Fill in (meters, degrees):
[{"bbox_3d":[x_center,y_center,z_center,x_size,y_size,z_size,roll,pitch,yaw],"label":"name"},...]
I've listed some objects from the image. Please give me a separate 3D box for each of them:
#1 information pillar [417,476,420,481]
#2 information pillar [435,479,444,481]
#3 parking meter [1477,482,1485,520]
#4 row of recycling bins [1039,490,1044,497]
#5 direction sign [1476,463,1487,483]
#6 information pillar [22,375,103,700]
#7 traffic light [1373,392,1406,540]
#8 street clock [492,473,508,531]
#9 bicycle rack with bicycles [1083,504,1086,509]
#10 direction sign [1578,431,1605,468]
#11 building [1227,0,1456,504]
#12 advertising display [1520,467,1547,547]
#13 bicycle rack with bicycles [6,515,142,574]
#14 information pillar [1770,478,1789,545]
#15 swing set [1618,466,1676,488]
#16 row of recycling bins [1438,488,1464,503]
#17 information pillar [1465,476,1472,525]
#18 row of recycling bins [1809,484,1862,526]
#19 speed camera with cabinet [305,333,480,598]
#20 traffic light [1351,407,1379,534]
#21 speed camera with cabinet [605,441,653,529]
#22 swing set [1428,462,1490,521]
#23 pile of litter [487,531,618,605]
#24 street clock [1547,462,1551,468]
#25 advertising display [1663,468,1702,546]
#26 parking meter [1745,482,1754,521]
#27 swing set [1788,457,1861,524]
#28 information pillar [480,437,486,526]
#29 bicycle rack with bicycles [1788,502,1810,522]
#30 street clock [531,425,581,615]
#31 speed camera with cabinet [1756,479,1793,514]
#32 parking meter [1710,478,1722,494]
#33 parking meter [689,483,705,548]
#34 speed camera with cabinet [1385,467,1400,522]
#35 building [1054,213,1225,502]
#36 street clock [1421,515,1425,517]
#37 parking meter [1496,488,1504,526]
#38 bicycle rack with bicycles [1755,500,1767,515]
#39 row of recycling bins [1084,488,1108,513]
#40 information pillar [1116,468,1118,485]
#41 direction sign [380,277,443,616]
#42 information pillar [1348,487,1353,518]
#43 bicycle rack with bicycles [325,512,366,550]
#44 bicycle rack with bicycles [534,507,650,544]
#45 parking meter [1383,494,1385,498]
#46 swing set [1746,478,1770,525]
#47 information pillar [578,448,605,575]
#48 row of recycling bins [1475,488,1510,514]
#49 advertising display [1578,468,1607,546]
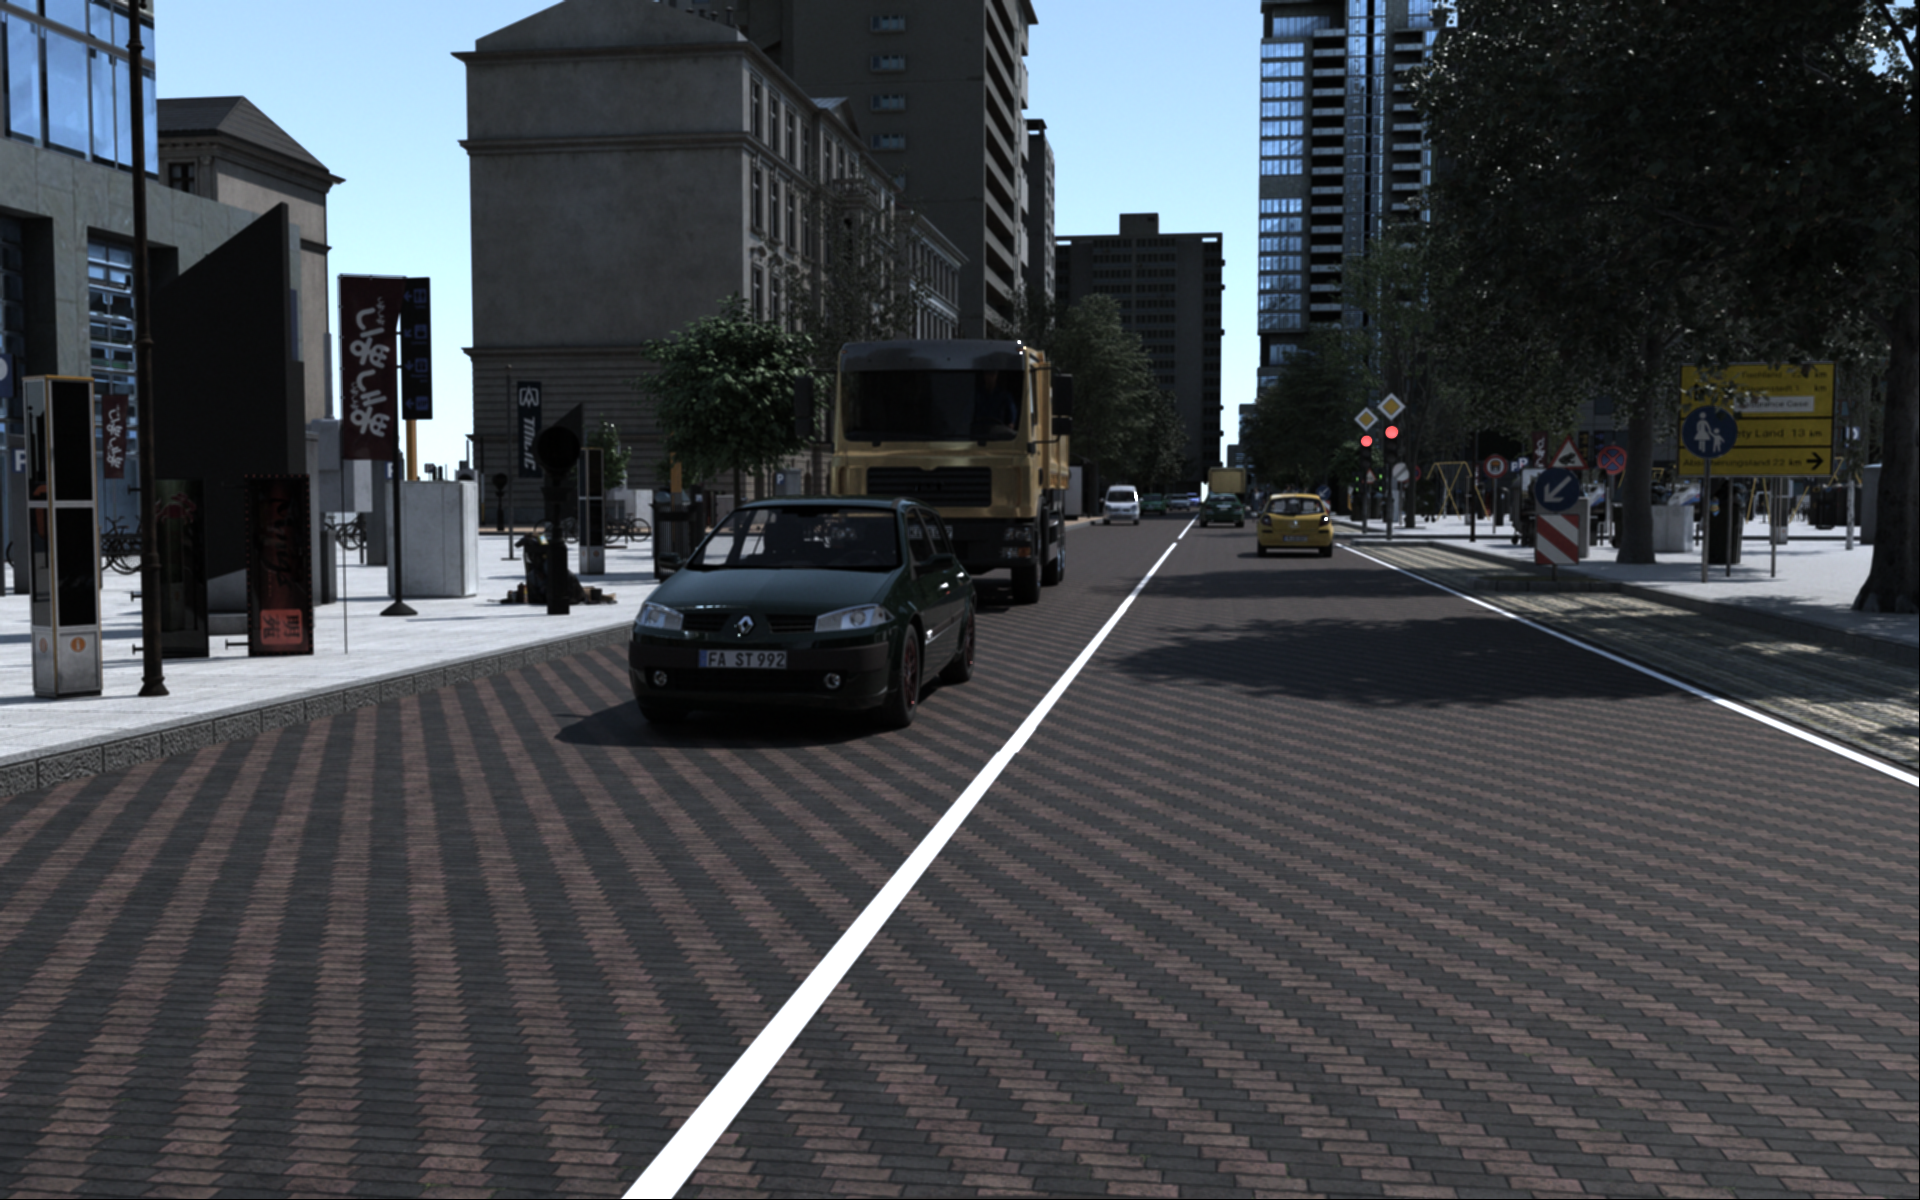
[{"bbox_3d":[-22.564,-4.122,71.882,0.304,2.012,0.304,-1,4,-10],"label":"information pillar"},{"bbox_3d":[-24.952,-4.807,83.083,0.304,2.012,0.304,-3,5,-41],"label":"information pillar"},{"bbox_3d":[26.246,-4.987,87.250,0.255,1.863,0.399,3,4,37],"label":"parking meter"},{"bbox_3d":[4.163,-5.149,91.307,1.069,1.692,3.534,1,4,22],"label":"row of recycling bins"},{"bbox_3d":[37.620,-8.139,125.068,0.876,3.537,0.379,1,4,17],"label":"direction sign"},{"bbox_3d":[-5.653,-0.393,10.916,0.304,2.012,0.304,3,4,36],"label":"information pillar"},{"bbox_3d":[11.897,-3.612,47.975,0.839,4.253,0.868,1,4,8],"label":"traffic light"},{"bbox_3d":[-15.870,-3.377,59.779,0.471,2.002,0.358,-3,4,-38],"label":"street clock"},{"bbox_3d":[6.880,-6.009,111.632,2.852,0.926,2.925,-2,4,-34],"label":"bicycle rack with bicycles"},{"bbox_3d":[22.644,-4.293,62.191,0.876,3.537,0.379,2,4,29],"label":"direction sign"},{"bbox_3d":[51.619,-56.159,230.874,31.000,86.520,22.319,1,4,8],"label":"building"},{"bbox_3d":[13.849,-2.228,41.647,0.123,1.923,0.974,-2,4,-24],"label":"advertising display"},{"bbox_3d":[-13.985,-0.907,28.212,2.925,0.926,2.852,-1,4,-10],"label":"bicycle rack with bicycles"},{"bbox_3d":[20.851,-2.420,44.060,0.304,2.012,0.304,-2,4,-25],"label":"information pillar"},{"bbox_3d":[41.548,-6.589,105.349,3.119,2.851,2.862,-1,4,-19],"label":"swing set"},{"bbox_3d":[35.491,-7.022,121.917,3.534,1.692,1.069,1,4,12],"label":"row of recycling bins"},{"bbox_3d":[20.900,-4.069,71.024,0.304,2.012,0.304,0,4,1],"label":"information pillar"},{"bbox_3d":[35.879,-3.879,70.530,1.069,1.692,3.534,0,4,-5],"label":"row of recycling bins"},{"bbox_3d":[-7.080,-1.664,21.538,2.038,3.252,0.660,0,4,4],"label":"speed camera with cabinet"},{"bbox_3d":[13.060,-4.095,55.875,0.839,4.253,0.868,1,4,8],"label":"traffic light"},{"bbox_3d":[-12.455,-4.325,65.046,0.660,3.252,2.038,2,4,33],"label":"speed camera with cabinet"},{"bbox_3d":[24.067,-5.368,85.395,2.862,2.851,3.119,-1,4,-13],"label":"swing set"},{"bbox_3d":[-4.825,-0.402,20.531,1.719,0.858,1.176,3,5,41],"label":"pile of litter"},{"bbox_3d":[13.590,-2.145,39.637,0.358,2.002,0.471,3,4,36],"label":"street clock"},{"bbox_3d":[17.863,-2.302,42.853,0.974,1.923,0.123,0,4,-6],"label":"advertising display"},{"bbox_3d":[38.008,-4.750,83.372,0.255,1.863,0.399,0,4,1],"label":"parking meter"},{"bbox_3d":[37.493,-4.684,74.198,2.862,2.851,3.119,1,4,10],"label":"swing set"},{"bbox_3d":[-19.502,-4.858,70.775,0.183,3.616,0.504,-1,4,-10],"label":"information pillar"},{"bbox_3d":[39.967,-4.140,81.064,2.852,0.926,2.925,1,4,22],"label":"bicycle rack with bicycles"},{"bbox_3d":[-4.283,-0.846,18.407,0.471,2.002,0.358,-2,4,-30],"label":"street clock"},{"bbox_3d":[51.470,-7.039,109.418,0.660,3.252,2.038,-3,5,-44],"label":"speed camera with cabinet"},{"bbox_3d":[19.492,-2.384,44.682,0.255,1.863,0.399,3,5,44],"label":"parking meter"},{"bbox_3d":[-6.306,-2.030,41.605,0.372,1.533,0.369,0,3,0],"label":"parking meter"},{"bbox_3d":[19.859,-5.214,79.577,0.660,3.252,2.038,1,4,11],"label":"speed camera with cabinet"},{"bbox_3d":[24.874,-33.671,242.396,23.993,40.220,32.217,1,4,8],"label":"building"},{"bbox_3d":[25.993,-5.663,97.154,0.471,2.002,0.358,2,4,23],"label":"street clock"},{"bbox_3d":[21.603,-3.731,69.420,0.372,1.533,0.369,0,3,0],"label":"parking meter"},{"bbox_3d":[47.976,-5.626,105.361,2.925,0.926,2.852,-2,4,-33],"label":"bicycle rack with bicycles"},{"bbox_3d":[8.311,-6.684,116.404,3.534,1.692,1.069,-1,4,-11],"label":"row of recycling bins"},{"bbox_3d":[10.962,-7.923,120.892,0.183,3.616,0.504,0,4,4],"label":"information pillar"},{"bbox_3d":[-5.955,-1.607,18.275,0.876,3.537,0.379,1,4,15],"label":"direction sign"},{"bbox_3d":[21.360,-6.295,94.273,0.504,3.616,0.183,-1,4,-18],"label":"information pillar"},{"bbox_3d":[-13.629,-1.641,40.206,2.925,0.926,2.852,-1,4,-10],"label":"bicycle rack with bicycles"},{"bbox_3d":[-9.723,-1.965,45.504,2.925,0.926,2.852,0,4,-4],"label":"bicycle rack with bicycles"},{"bbox_3d":[23.654,-5.516,95.900,0.399,1.863,0.255,-1,4,-22],"label":"parking meter"},{"bbox_3d":[32.607,-4.645,73.565,3.119,2.851,2.862,0,4,6],"label":"swing set"},{"bbox_3d":[-5.859,-1.409,27.522,0.304,2.012,0.304,-3,5,-40],"label":"information pillar"},{"bbox_3d":[34.598,-6.410,111.917,1.069,1.692,3.534,0,4,-4],"label":"row of recycling bins"},{"bbox_3d":[15.589,-2.296,42.755,0.974,1.923,0.123,-2,4,-33],"label":"advertising display"}]
